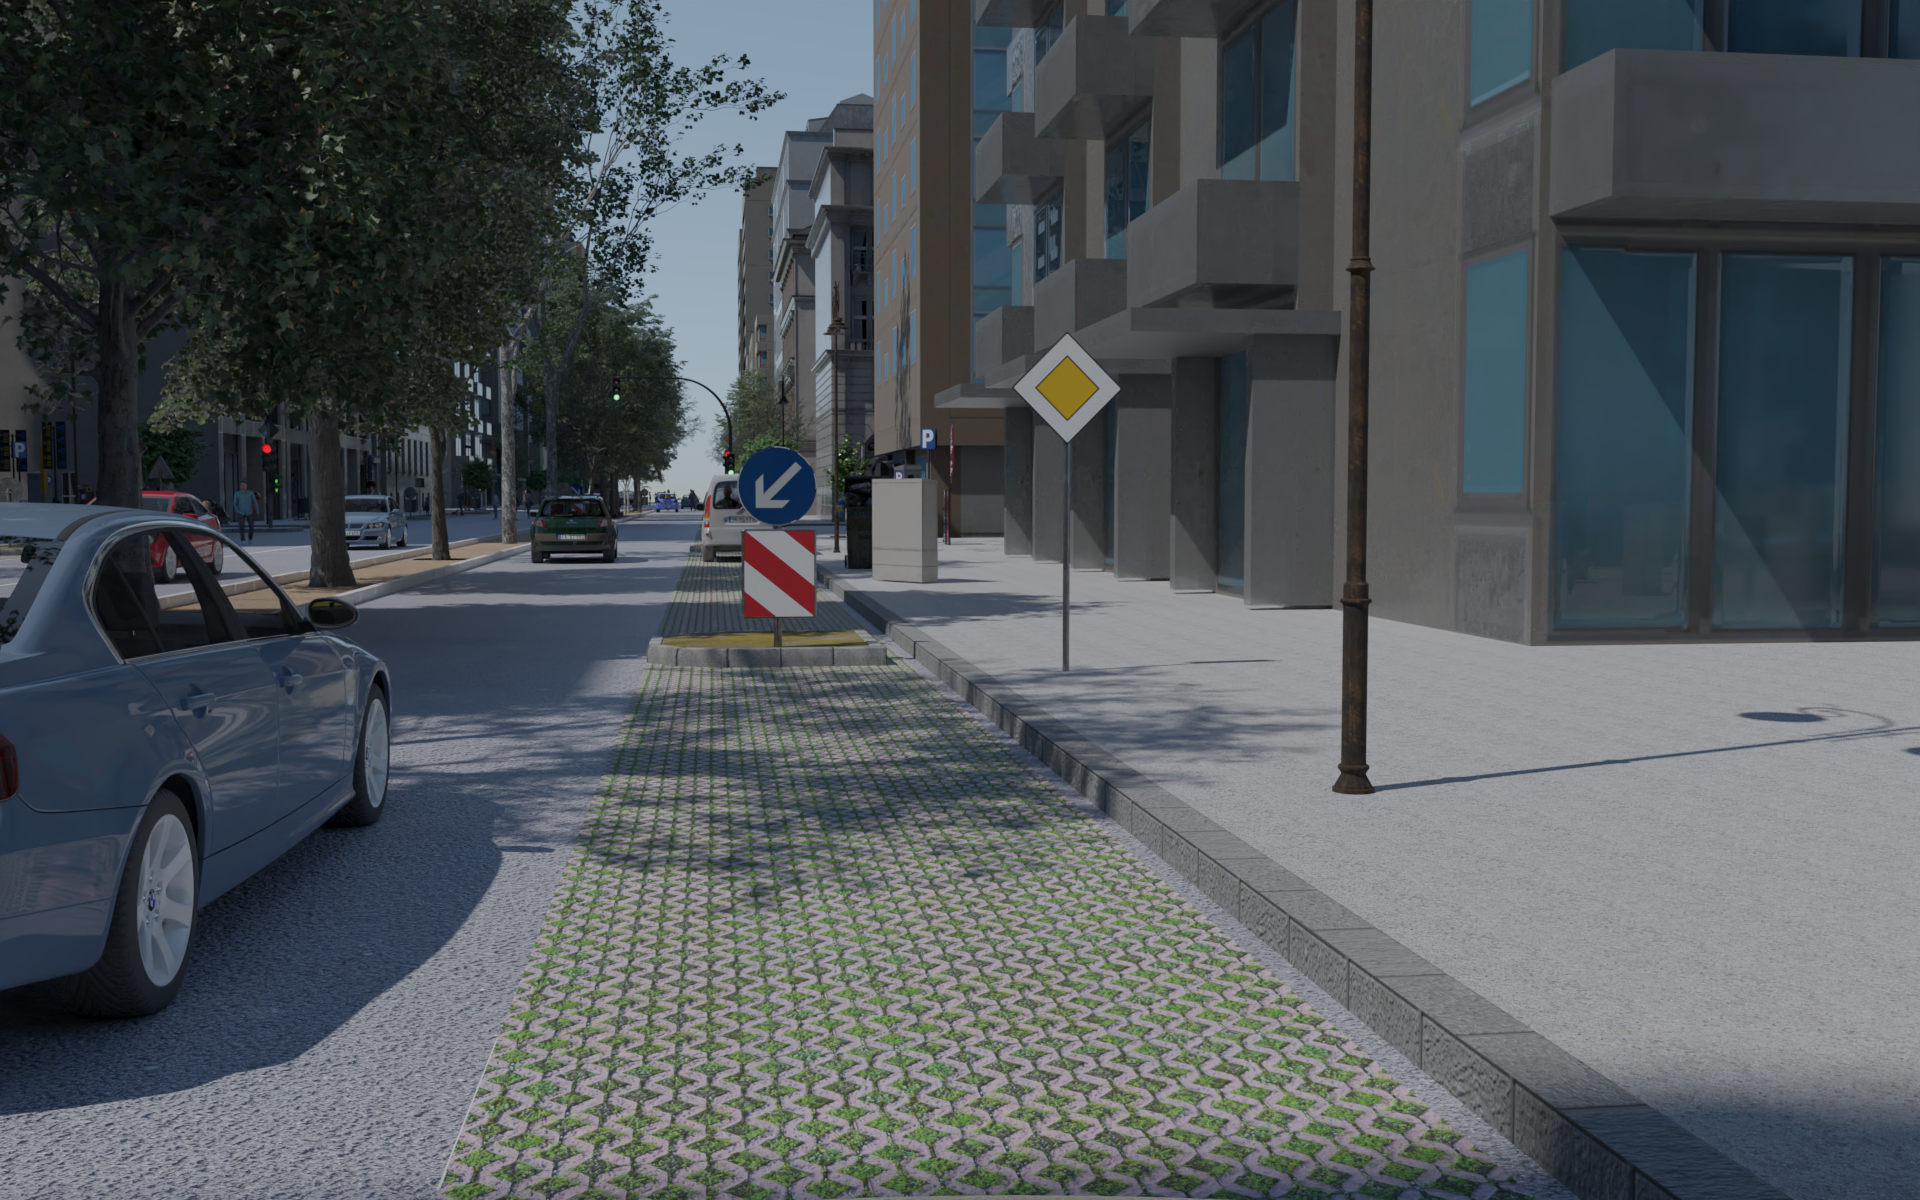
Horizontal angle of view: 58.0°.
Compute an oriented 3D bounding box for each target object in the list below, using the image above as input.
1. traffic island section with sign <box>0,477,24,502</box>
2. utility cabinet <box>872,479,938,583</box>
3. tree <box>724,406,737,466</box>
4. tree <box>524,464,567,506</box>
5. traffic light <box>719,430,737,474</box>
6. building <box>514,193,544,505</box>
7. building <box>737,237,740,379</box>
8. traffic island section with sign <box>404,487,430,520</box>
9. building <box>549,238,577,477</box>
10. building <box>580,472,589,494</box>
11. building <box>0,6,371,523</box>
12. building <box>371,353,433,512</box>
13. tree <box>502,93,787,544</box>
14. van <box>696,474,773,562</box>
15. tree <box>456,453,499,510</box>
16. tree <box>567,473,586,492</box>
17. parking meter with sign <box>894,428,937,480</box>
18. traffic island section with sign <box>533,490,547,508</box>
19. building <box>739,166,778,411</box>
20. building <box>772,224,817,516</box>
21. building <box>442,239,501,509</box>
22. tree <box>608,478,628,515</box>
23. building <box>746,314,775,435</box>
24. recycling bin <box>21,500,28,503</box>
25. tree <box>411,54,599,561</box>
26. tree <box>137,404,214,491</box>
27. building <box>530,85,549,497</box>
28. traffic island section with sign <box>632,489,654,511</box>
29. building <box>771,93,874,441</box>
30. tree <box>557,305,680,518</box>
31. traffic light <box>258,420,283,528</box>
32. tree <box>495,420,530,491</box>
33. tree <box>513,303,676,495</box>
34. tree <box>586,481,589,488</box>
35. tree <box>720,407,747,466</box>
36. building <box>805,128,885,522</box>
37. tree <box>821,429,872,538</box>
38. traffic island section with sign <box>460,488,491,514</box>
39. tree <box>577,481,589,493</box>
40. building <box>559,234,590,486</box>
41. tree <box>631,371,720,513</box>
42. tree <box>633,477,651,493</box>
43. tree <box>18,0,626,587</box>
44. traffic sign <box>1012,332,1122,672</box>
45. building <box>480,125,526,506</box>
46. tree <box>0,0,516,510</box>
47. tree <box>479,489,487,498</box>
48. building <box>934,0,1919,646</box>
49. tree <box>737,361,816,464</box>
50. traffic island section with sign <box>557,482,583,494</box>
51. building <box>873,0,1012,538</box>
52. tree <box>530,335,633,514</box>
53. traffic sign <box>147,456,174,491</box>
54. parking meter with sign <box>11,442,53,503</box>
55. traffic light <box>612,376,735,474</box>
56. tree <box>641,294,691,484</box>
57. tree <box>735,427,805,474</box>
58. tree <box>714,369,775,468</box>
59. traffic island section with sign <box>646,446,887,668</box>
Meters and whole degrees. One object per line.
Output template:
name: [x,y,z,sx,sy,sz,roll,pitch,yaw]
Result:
traffic island section with sign: [-22.538,-1.964,40.733,1.989,1.847,2.006,-1,4,-8]
utility cabinet: [-0.798,-1.012,25.220,0.318,1.500,1.173,-3,5,-40]
tree: [-16.584,-11.356,136.029,4.360,8.622,3.978,0,3,0]
tree: [-46.461,-12.709,191.507,4.285,4.588,4.351,0,3,0]
traffic light: [-10.126,-5.306,75.673,0.839,4.253,0.868,-1,4,-8]
building: [-58.625,-32.235,210.629,14.154,41.232,14.086,-1,4,-8]
building: [-27.353,-41.297,298.911,21.300,48.544,21.600,-1,4,-8]
traffic island section with sign: [-30.450,-5.338,95.902,1.989,1.847,2.006,-1,4,-8]
building: [-66.820,-35.743,267.987,14.154,41.232,14.086,-1,4,-8]
building: [-68.332,-31.232,282.347,14.160,30.474,14.107,-1,4,-8]
building: [-43.951,-17.441,89.682,19.350,26.468,34.151,-1,4,-8]
building: [-46.551,-17.646,121.789,16.112,22.955,30.059,-1,4,-8]
tree: [-11.554,-11.615,48.246,12.611,20.169,13.585,0,3,0]
van: [-4.749,-1.875,37.675,2.013,2.044,4.112,0,4,-7]
tree: [-38.681,-9.491,138.895,4.285,4.588,4.351,0,3,0]
tree: [-51.276,-14.643,223.121,4.285,4.588,4.351,0,3,0]
parking meter with sign: [-1.392,-3.009,45.452,0.543,3.016,1.738,3,5,43]
traffic island section with sign: [-41.362,-9.999,172.105,1.989,1.847,2.006,-1,4,-8]
building: [-20.759,-38.480,252.854,21.300,48.544,21.600,-1,4,-8]
building: [-6.515,-15.147,112.274,10.561,19.102,19.286,-1,4,-8]
building: [-55.939,-33.035,159.733,23.786,49.044,30.456,-1,4,-8]
tree: [-22.956,-10.123,118.331,4.737,8.622,4.395,0,3,0]
building: [-11.875,-22.411,211.463,27.650,21.520,28.899,-1,4,-8]
recycling bin: [-39.062,-3.675,72.646,0.722,1.027,0.722,3,5,43]
tree: [-11.309,-6.658,37.078,9.928,11.665,9.643,0,3,0]
tree: [-28.878,-4.834,62.755,4.285,4.588,4.351,0,3,0]
building: [-68.468,-56.931,243.485,22.319,86.520,31.000,-1,4,-8]
traffic island section with sign: [-27.145,-8.611,148.918,2.006,1.907,1.989,-1,4,-8]
building: [-8.712,-21.953,136.417,11.434,29.767,29.804,-1,4,-8]
tree: [-20.391,-11.085,101.823,7.486,12.596,7.792,0,3,0]
traffic light: [-26.029,-4.673,65.320,0.839,4.253,0.868,-1,4,-8]
tree: [-42.111,-13.110,164.712,4.360,8.622,3.978,0,3,0]
tree: [-17.988,-8.992,83.891,8.767,10.594,7.601,-1,4,-8]
tree: [-56.468,-16.648,255.908,4.285,4.588,4.351,0,3,0]
tree: [-29.848,-19.875,235.326,12.009,13.543,11.850,0,3,0]
building: [4.741,-14.931,85.914,24.055,21.916,13.314,-1,4,-8]
tree: [-3.405,-3.435,50.756,1.663,3.219,1.824,0,3,0]
traffic island section with sign: [-34.276,-6.970,122.585,1.989,1.847,2.006,-1,4,-8]
tree: [-57.890,-16.658,266.960,1.663,3.219,1.824,0,3,0]
building: [-70.915,-39.492,295.796,14.600,45.320,14.200,-1,4,-8]
tree: [-24.611,-13.437,132.524,12.009,13.543,11.850,0,3,0]
tree: [-23.575,-10.404,122.929,4.360,8.622,3.978,0,3,0]
tree: [-9.695,-7.167,26.285,9.857,13.997,8.962,0,3,0]
traffic sign: [0.763,-0.689,12.455,0.795,2.450,0.064,0,4,-7]
building: [-62.738,-36.666,188.727,28.713,52.752,27.495,-1,4,-8]
tree: [-8.107,-5.927,16.378,9.611,12.733,9.660,0,3,0]
tree: [-39.953,-9.158,144.331,1.663,3.219,1.824,0,3,0]
building: [12.421,-24.929,27.196,23.786,49.044,30.456,-1,4,-8]
tree: [-9.983,-8.862,95.250,4.360,8.622,3.978,0,3,0]
traffic island section with sign: [-16.478,-4.061,74.538,2.006,1.907,1.989,-1,4,-8]
building: [4.676,-24.875,56.818,14.600,45.320,14.200,-1,4,-8]
tree: [-16.994,-7.654,77.962,4.360,8.622,3.978,0,3,0]
traffic sign: [-27.060,-3.587,58.648,0.884,2.594,0.081,0,4,-5]
parking meter with sign: [-30.582,-3.748,57.549,1.738,3.016,0.543,1,4,17]
traffic light: [-11.051,-5.668,67.332,4.771,5.953,1.251,-1,4,-8]
tree: [-19.068,-11.229,92.703,9.857,13.997,8.962,0,3,0]
tree: [-9.190,-6.166,84.526,4.285,4.588,4.351,0,3,0]
tree: [-18.875,-14.606,156.942,7.486,12.596,7.792,0,3,0]
traffic island section with sign: [-1.728,-0.400,15.160,1.989,1.847,2.006,-1,4,-8]
